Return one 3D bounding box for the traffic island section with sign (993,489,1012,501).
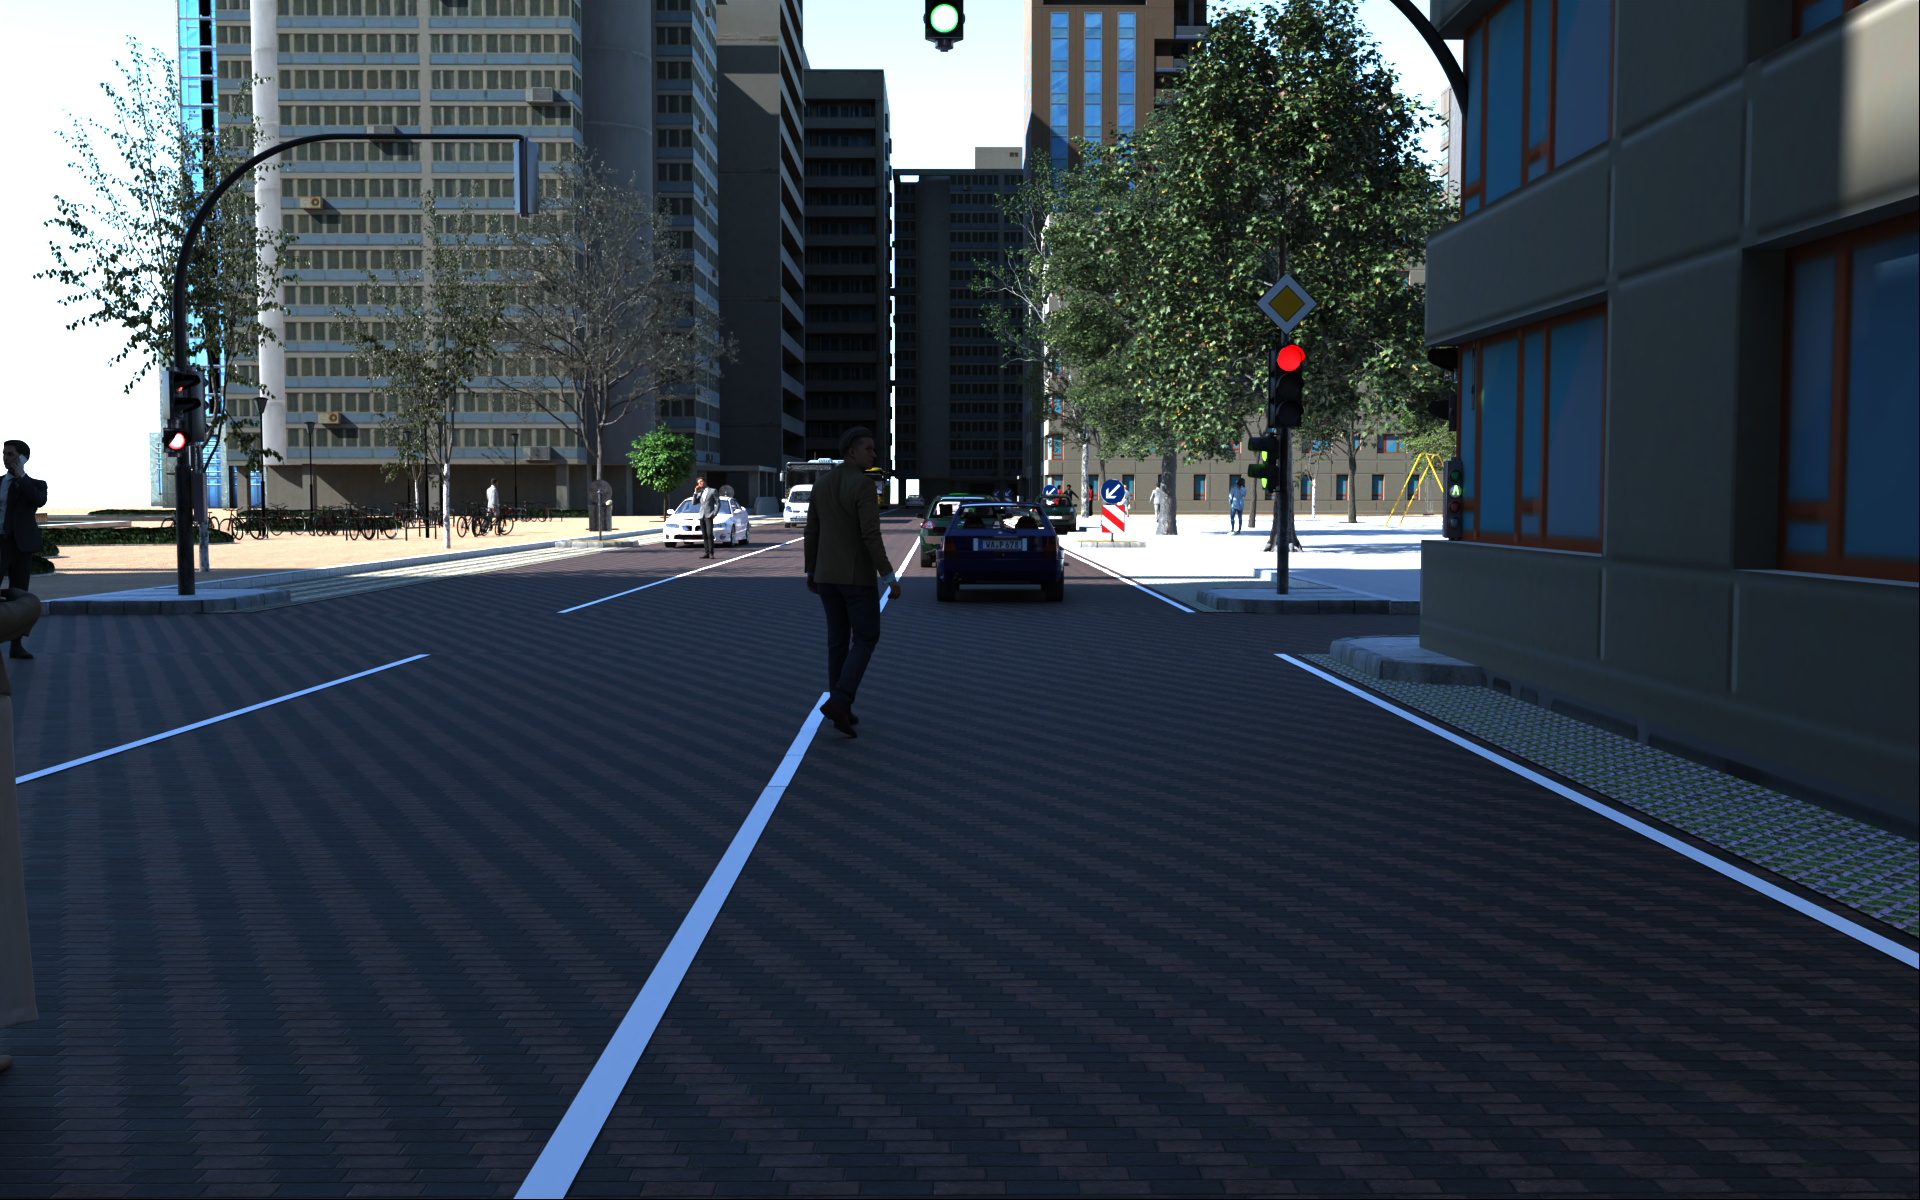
[{"bbox_3d":[3.298,-7.063,124.115,1.989,1.847,2.006,0,4,0],"label":"traffic island section with sign"}]

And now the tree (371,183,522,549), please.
[{"bbox_3d":[-12.318,-5.526,40.719,4.360,8.622,3.978,0,3,0],"label":"tree"}]

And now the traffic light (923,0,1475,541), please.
[{"bbox_3d":[2.095,-2.402,13.948,4.771,5.953,1.251,0,4,0],"label":"traffic light"}]

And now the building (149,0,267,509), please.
[{"bbox_3d":[-68.819,-53.593,188.917,31.000,86.520,22.319,0,4,0],"label":"building"}]

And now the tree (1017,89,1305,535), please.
[{"bbox_3d":[6.506,-9.017,54.088,9.857,13.997,8.962,0,3,0],"label":"tree"}]

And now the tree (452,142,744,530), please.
[{"bbox_3d":[-12.965,-9.250,61.611,12.009,13.543,11.850,0,3,0],"label":"tree"}]

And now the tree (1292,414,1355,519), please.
[{"bbox_3d":[18.581,-8.563,90.373,4.360,8.622,3.978,0,3,0],"label":"tree"}]

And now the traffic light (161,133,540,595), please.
[{"bbox_3d":[-7.752,-2.896,22.010,4.771,5.953,1.251,0,4,0],"label":"traffic light"}]

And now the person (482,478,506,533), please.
[{"bbox_3d":[-15.312,-3.084,56.742,0.678,1.792,0.850,3,5,45],"label":"person"}]

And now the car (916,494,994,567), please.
[{"bbox_3d":[0.089,-1.555,35.212,2.009,1.686,4.222,0,4,1],"label":"car"}]

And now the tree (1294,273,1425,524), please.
[{"bbox_3d":[17.136,-9.176,75.781,9.928,11.665,9.643,0,3,0],"label":"tree"}]

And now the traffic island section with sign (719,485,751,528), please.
[{"bbox_3d":[-10.009,-4.018,74.324,1.989,1.847,2.006,0,4,0],"label":"traffic island section with sign"}]

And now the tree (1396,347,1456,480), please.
[{"bbox_3d":[26.379,-10.584,91.169,7.486,12.596,7.792,0,3,0],"label":"tree"}]

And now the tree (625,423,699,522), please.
[{"bbox_3d":[-13.704,-5.879,79.828,4.285,4.588,4.351,0,3,0],"label":"tree"}]

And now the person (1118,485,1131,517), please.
[{"bbox_3d":[9.044,-5.428,95.148,0.694,1.780,0.624,-1,4,-11],"label":"person"}]

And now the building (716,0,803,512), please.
[{"bbox_3d":[-23.409,-31.104,132.251,21.300,48.544,21.600,0,4,0],"label":"building"}]

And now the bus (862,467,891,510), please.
[{"bbox_3d":[-8.108,-10.483,162.946,2.896,3.916,12.252,0,4,1],"label":"bus"}]

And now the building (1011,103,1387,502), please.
[{"bbox_3d":[21.618,-28.703,161.174,32.217,40.220,23.993,0,4,0],"label":"building"}]

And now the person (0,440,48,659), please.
[{"bbox_3d":[-8.225,-0.435,14.982,0.648,1.900,0.474,-2,4,-34],"label":"person"}]

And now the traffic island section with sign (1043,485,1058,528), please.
[{"bbox_3d":[3.720,-4.002,74.059,1.989,1.847,2.006,0,4,0],"label":"traffic island section with sign"}]

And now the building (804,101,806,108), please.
[{"bbox_3d":[-27.706,-31.010,161.644,28.867,44.769,22.147,0,4,0],"label":"building"}]

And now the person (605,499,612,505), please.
[{"bbox_3d":[-15.953,-4.176,78.576,0.306,1.304,0.590,-2,4,-33],"label":"person"}]

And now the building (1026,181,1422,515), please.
[{"bbox_3d":[19.151,-16.888,121.152,27.650,21.520,28.899,0,4,0],"label":"building"}]

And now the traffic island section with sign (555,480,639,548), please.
[{"bbox_3d":[-9.778,-2.339,46.871,1.989,1.847,2.006,0,4,0],"label":"traffic island section with sign"}]

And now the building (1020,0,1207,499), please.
[{"bbox_3d":[12.375,-30.078,141.878,14.600,45.320,14.200,0,4,0],"label":"building"}]

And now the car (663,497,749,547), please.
[{"bbox_3d":[-6.969,-2.178,47.970,2.083,1.381,4.827,0,4,1],"label":"car"}]

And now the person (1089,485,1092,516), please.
[{"bbox_3d":[7.421,-5.742,99.862,0.705,1.831,1.348,-1,4,-9],"label":"person"}]

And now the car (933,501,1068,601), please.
[{"bbox_3d":[0.569,-0.729,24.501,1.945,1.354,3.894,0,4,1],"label":"car"}]

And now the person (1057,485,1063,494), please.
[{"bbox_3d":[5.918,-5.932,102.964,0.705,1.831,1.348,-2,4,-34],"label":"person"}]

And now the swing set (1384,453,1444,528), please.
[{"bbox_3d":[18.084,-4.222,66.652,2.862,2.851,3.119,2,4,25],"label":"swing set"}]

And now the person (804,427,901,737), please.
[{"bbox_3d":[-0.657,-0.123,10.427,0.656,1.842,0.836,1,4,10],"label":"person"}]

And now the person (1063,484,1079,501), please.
[{"bbox_3d":[6.599,-6.083,105.127,1.348,1.869,0.705,1,4,14],"label":"person"}]

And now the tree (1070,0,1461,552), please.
[{"bbox_3d":[7.229,-7.427,38.433,9.611,12.733,9.660,0,3,0],"label":"tree"}]

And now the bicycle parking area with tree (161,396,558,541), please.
[{"bbox_3d":[-18.094,-3.924,51.156,8.231,4.147,9.016,1,4,22],"label":"bicycle parking area with tree"}]

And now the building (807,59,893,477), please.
[{"bbox_3d":[-18.454,-34.657,190.347,21.600,48.544,21.300,0,4,0],"label":"building"}]

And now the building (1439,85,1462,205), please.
[{"bbox_3d":[54.579,-29.506,166.022,14.086,41.232,14.154,0,4,0],"label":"building"}]

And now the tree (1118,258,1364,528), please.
[{"bbox_3d":[11.097,-7.999,65.199,8.767,10.594,7.601,0,4,-5],"label":"tree"}]

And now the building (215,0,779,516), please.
[{"bbox_3d":[-28.289,-25.502,108.837,32.217,40.220,23.993,0,4,0],"label":"building"}]

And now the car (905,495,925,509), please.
[{"bbox_3d":[-4.407,-9.620,169.648,2.083,1.381,4.827,0,4,-1],"label":"car"}]

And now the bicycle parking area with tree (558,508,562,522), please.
[{"bbox_3d":[-23.058,-5.716,80.453,8.231,4.147,9.016,-2,4,-25],"label":"bicycle parking area with tree"}]

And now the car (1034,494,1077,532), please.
[{"bbox_3d":[3.548,-3.480,66.678,2.009,1.686,4.222,0,4,0],"label":"car"}]

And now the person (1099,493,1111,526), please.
[{"bbox_3d":[5.941,-3.912,69.817,0.655,1.846,0.447,0,4,5],"label":"person"}]

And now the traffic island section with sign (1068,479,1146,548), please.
[{"bbox_3d":[3.951,-2.335,46.804,1.989,1.847,2.006,0,4,0],"label":"traffic island section with sign"}]

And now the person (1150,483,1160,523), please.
[{"bbox_3d":[8.934,-4.393,78.147,0.678,1.792,0.850,0,4,-2],"label":"person"}]

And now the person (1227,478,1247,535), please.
[{"bbox_3d":[8.753,-2.961,54.723,0.793,1.790,0.793,3,5,44],"label":"person"}]

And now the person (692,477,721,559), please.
[{"bbox_3d":[-5.626,-1.820,38.441,0.592,1.802,0.473,3,5,40],"label":"person"}]

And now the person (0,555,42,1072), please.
[{"bbox_3d":[-2.451,0.296,4.212,0.519,1.759,0.362,1,4,22],"label":"person"}]

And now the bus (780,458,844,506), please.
[{"bbox_3d":[-7.159,-5.747,88.821,2.948,3.499,13.247,0,3,0],"label":"bus"}]

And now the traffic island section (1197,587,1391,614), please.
[{"bbox_3d":[4.158,0.005,22.206,2.009,0.180,2.903,0,4,0],"label":"traffic island section"}]

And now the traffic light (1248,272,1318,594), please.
[{"bbox_3d":[4.118,-2.029,22.092,0.839,4.253,0.868,0,4,0],"label":"traffic light"}]

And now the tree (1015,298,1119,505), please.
[{"bbox_3d":[6.682,-8.849,79.101,8.767,10.594,7.601,0,4,4],"label":"tree"}]

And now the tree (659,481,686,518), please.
[{"bbox_3d":[-15.775,-6.034,93.260,1.663,3.219,1.824,0,3,0],"label":"tree"}]

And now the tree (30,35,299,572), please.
[{"bbox_3d":[-12.507,-4.758,28.148,4.360,8.622,3.978,0,3,0],"label":"tree"}]

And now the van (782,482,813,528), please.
[{"bbox_3d":[-6.626,-4.146,74.801,2.013,2.044,4.112,0,4,0],"label":"van"}]

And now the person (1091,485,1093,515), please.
[{"bbox_3d":[7.818,-5.995,104.017,0.705,1.831,1.348,0,4,-1],"label":"person"}]

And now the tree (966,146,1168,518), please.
[{"bbox_3d":[6.374,-14.566,94.050,12.611,20.169,13.585,0,3,0],"label":"tree"}]

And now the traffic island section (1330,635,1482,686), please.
[{"bbox_3d":[4.226,0.493,14.222,2.009,0.180,2.903,0,4,0],"label":"traffic island section"}]

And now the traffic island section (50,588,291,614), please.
[{"bbox_3d":[-9.883,0.012,22.091,2.009,0.180,2.903,0,4,0],"label":"traffic island section"}]

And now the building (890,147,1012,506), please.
[{"bbox_3d":[4.293,-30.860,196.436,23.993,40.220,32.217,0,4,0],"label":"building"}]
